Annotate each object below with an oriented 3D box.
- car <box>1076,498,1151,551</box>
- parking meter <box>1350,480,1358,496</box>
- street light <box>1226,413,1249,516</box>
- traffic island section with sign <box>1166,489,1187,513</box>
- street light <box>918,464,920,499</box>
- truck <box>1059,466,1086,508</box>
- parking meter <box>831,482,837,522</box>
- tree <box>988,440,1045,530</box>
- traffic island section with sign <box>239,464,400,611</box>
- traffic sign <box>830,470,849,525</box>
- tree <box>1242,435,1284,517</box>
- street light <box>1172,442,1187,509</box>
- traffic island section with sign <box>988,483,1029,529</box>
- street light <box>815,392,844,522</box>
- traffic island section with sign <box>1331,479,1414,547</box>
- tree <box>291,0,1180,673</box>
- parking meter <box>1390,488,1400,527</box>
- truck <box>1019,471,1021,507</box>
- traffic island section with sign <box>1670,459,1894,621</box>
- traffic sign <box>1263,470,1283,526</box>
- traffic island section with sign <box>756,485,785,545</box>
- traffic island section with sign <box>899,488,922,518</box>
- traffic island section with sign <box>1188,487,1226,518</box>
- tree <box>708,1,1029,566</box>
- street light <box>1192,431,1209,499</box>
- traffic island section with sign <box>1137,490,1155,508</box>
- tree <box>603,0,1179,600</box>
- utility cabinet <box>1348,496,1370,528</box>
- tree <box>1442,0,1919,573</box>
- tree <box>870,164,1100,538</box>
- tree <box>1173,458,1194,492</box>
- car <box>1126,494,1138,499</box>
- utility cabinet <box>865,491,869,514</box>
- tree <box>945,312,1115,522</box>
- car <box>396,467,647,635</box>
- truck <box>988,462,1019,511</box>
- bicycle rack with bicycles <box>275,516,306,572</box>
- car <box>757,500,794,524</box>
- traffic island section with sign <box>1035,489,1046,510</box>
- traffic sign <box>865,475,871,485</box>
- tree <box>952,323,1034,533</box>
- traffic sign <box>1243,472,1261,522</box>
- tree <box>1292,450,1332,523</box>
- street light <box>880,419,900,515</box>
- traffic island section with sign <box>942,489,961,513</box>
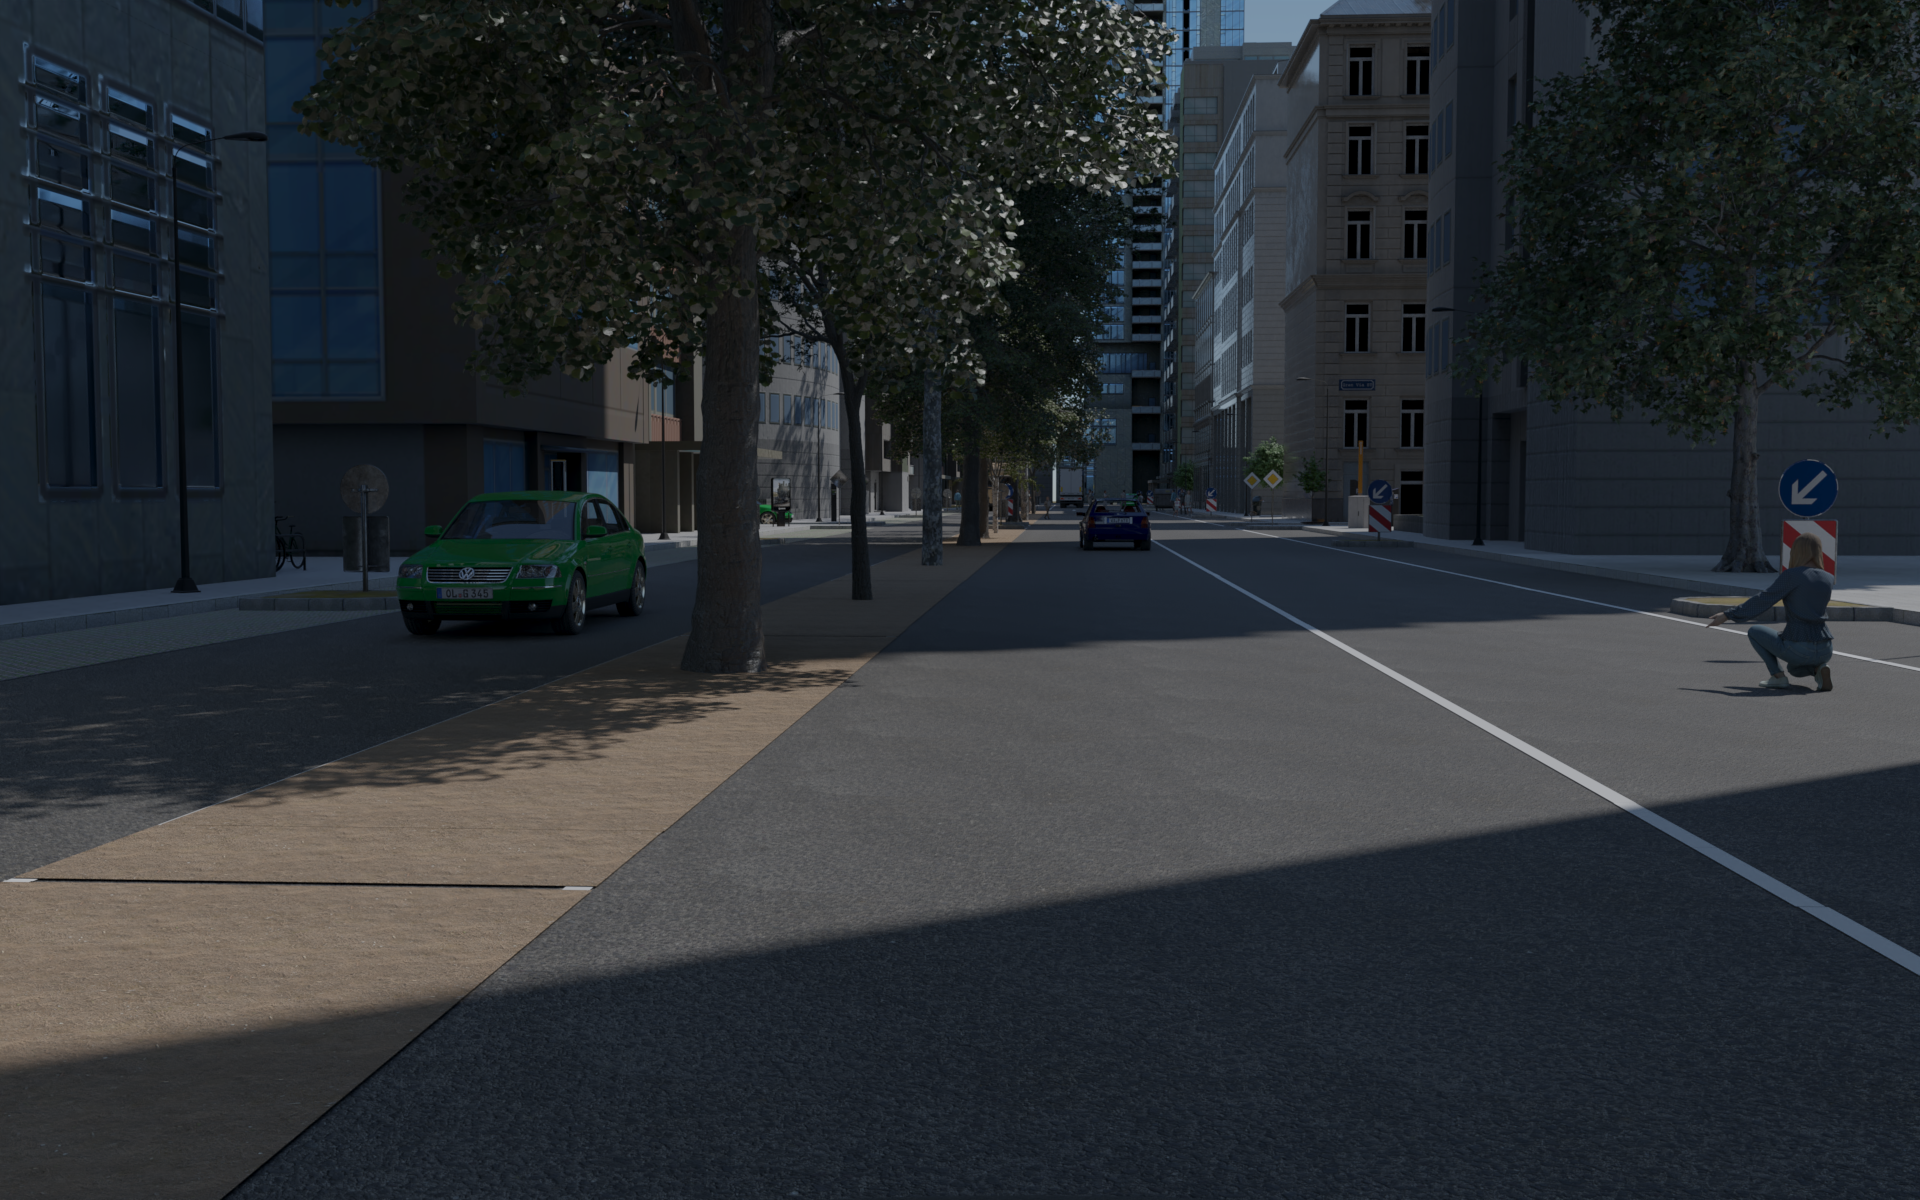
[{"bbox_3d":[4.025,-1.998,45.254,1.945,1.354,3.894,0,4,2],"label":"car"},{"bbox_3d":[15.967,-3.934,70.026,0.399,1.863,0.255,-3,5,-42],"label":"parking meter"},{"bbox_3d":[15.975,-7.778,99.717,1.470,5.913,1.316,0,4,4],"label":"street light"},{"bbox_3d":[16.450,-7.409,129.764,1.989,1.847,2.006,0,4,4],"label":"traffic island section with sign"},{"bbox_3d":[-2.582,-9.735,131.708,1.470,5.913,1.316,0,4,4],"label":"street light"},{"bbox_3d":[11.760,-11.783,181.557,2.839,4.237,11.283,0,4,5],"label":"truck"},{"bbox_3d":[-5.884,-4.591,80.776,0.255,1.863,0.399,0,4,-7],"label":"parking meter"},{"bbox_3d":[1.386,-7.026,67.696,4.737,8.622,4.395,0,3,0],"label":"tree"},{"bbox_3d":[-7.769,-0.820,22.039,1.989,1.847,2.006,0,4,4],"label":"traffic island section with sign"},{"bbox_3d":[-4.976,-4.144,71.393,0.795,2.450,0.064,0,4,4],"label":"traffic sign"},{"bbox_3d":[17.361,-6.859,95.866,4.285,4.588,4.351,0,3,0],"label":"tree"},{"bbox_3d":[19.413,-11.044,153.104,1.470,5.913,1.316,0,4,4],"label":"street light"},{"bbox_3d":[2.128,-4.314,78.666,2.006,1.907,1.989,0,4,4],"label":"traffic island section with sign"},{"bbox_3d":[-5.930,-6.528,79.271,1.470,5.913,1.316,0,4,4],"label":"street light"},{"bbox_3d":[11.281,-2.381,47.559,1.989,1.847,2.006,0,4,4],"label":"traffic island section with sign"},{"bbox_3d":[-1.914,-6.400,13.759,9.857,13.997,8.962,0,3,0],"label":"tree"},{"bbox_3d":[17.079,-3.650,68.092,0.372,1.533,0.369,0,3,0],"label":"parking meter"},{"bbox_3d":[5.833,-12.535,193.862,2.839,4.237,11.283,0,4,5],"label":"truck"},{"bbox_3d":[9.584,-0.725,20.478,1.989,1.847,2.006,0,4,4],"label":"traffic island section with sign"},{"bbox_3d":[12.682,-4.075,70.267,0.795,2.450,0.064,0,4,4],"label":"traffic sign"},{"bbox_3d":[-6.057,-2.499,49.486,1.989,1.847,2.006,0,4,4],"label":"traffic island section with sign"},{"bbox_3d":[-2.606,-5.859,104.422,1.989,1.847,2.006,0,4,4],"label":"traffic island section with sign"},{"bbox_3d":[14.756,-5.764,102.862,1.989,1.847,2.006,0,4,4],"label":"traffic island section with sign"},{"bbox_3d":[-1.715,-10.800,34.931,12.611,20.169,13.585,0,3,0],"label":"tree"},{"bbox_3d":[17.682,-9.444,126.958,1.470,5.913,1.316,0,4,4],"label":"street light"},{"bbox_3d":[19.594,-10.473,179.867,1.989,1.847,2.006,0,4,4],"label":"traffic island section with sign"},{"bbox_3d":[-1.276,-5.292,23.395,8.767,10.594,7.601,0,4,4],"label":"tree"},{"bbox_3d":[14.969,-3.294,65.021,0.306,1.237,1.020,-1,4,-21],"label":"utility cabinet"},{"bbox_3d":[12.827,-6.803,28.242,9.611,12.733,9.660,0,3,0],"label":"tree"},{"bbox_3d":[0.666,-8.306,56.388,7.486,12.596,7.792,0,3,0],"label":"tree"},{"bbox_3d":[20.831,-10.598,156.991,4.285,4.588,4.351,0,3,0],"label":"tree"},{"bbox_3d":[16.142,-9.518,164.414,1.959,1.807,4.718,0,4,3],"label":"car"},{"bbox_3d":[-6.278,-6.104,108.475,1.173,1.500,0.318,2,4,27],"label":"utility cabinet"},{"bbox_3d":[2.589,-9.947,82.102,9.611,12.733,9.660,0,3,0],"label":"tree"},{"bbox_3d":[-4.693,-0.626,19.031,1.959,1.807,4.718,0,4,2],"label":"car"},{"bbox_3d":[3.478,-9.628,146.338,2.839,4.237,11.283,0,4,5],"label":"truck"},{"bbox_3d":[-11.967,-0.935,28.674,2.852,0.926,2.925,2,4,24],"label":"bicycle rack with bicycles"},{"bbox_3d":[-9.614,-4.073,75.382,4.718,1.807,1.959,0,4,3],"label":"car"},{"bbox_3d":[6.830,-8.900,153.657,2.006,1.907,1.989,0,4,4],"label":"traffic island section with sign"},{"bbox_3d":[-4.476,-4.631,79.362,0.795,2.450,0.064,0,4,4],"label":"traffic sign"},{"bbox_3d":[1.307,-6.742,63.052,4.360,8.622,3.978,0,3,0],"label":"tree"},{"bbox_3d":[13.183,-4.562,78.236,0.795,2.450,0.064,0,4,4],"label":"traffic sign"},{"bbox_3d":[15.638,-5.019,76.665,1.663,3.219,1.824,0,3,0],"label":"tree"},{"bbox_3d":[-4.218,-8.136,105.567,1.470,5.913,1.316,0,4,4],"label":"street light"},{"bbox_3d":[-0.910,-7.504,131.324,1.989,1.847,2.006,0,4,4],"label":"traffic island section with sign"}]
